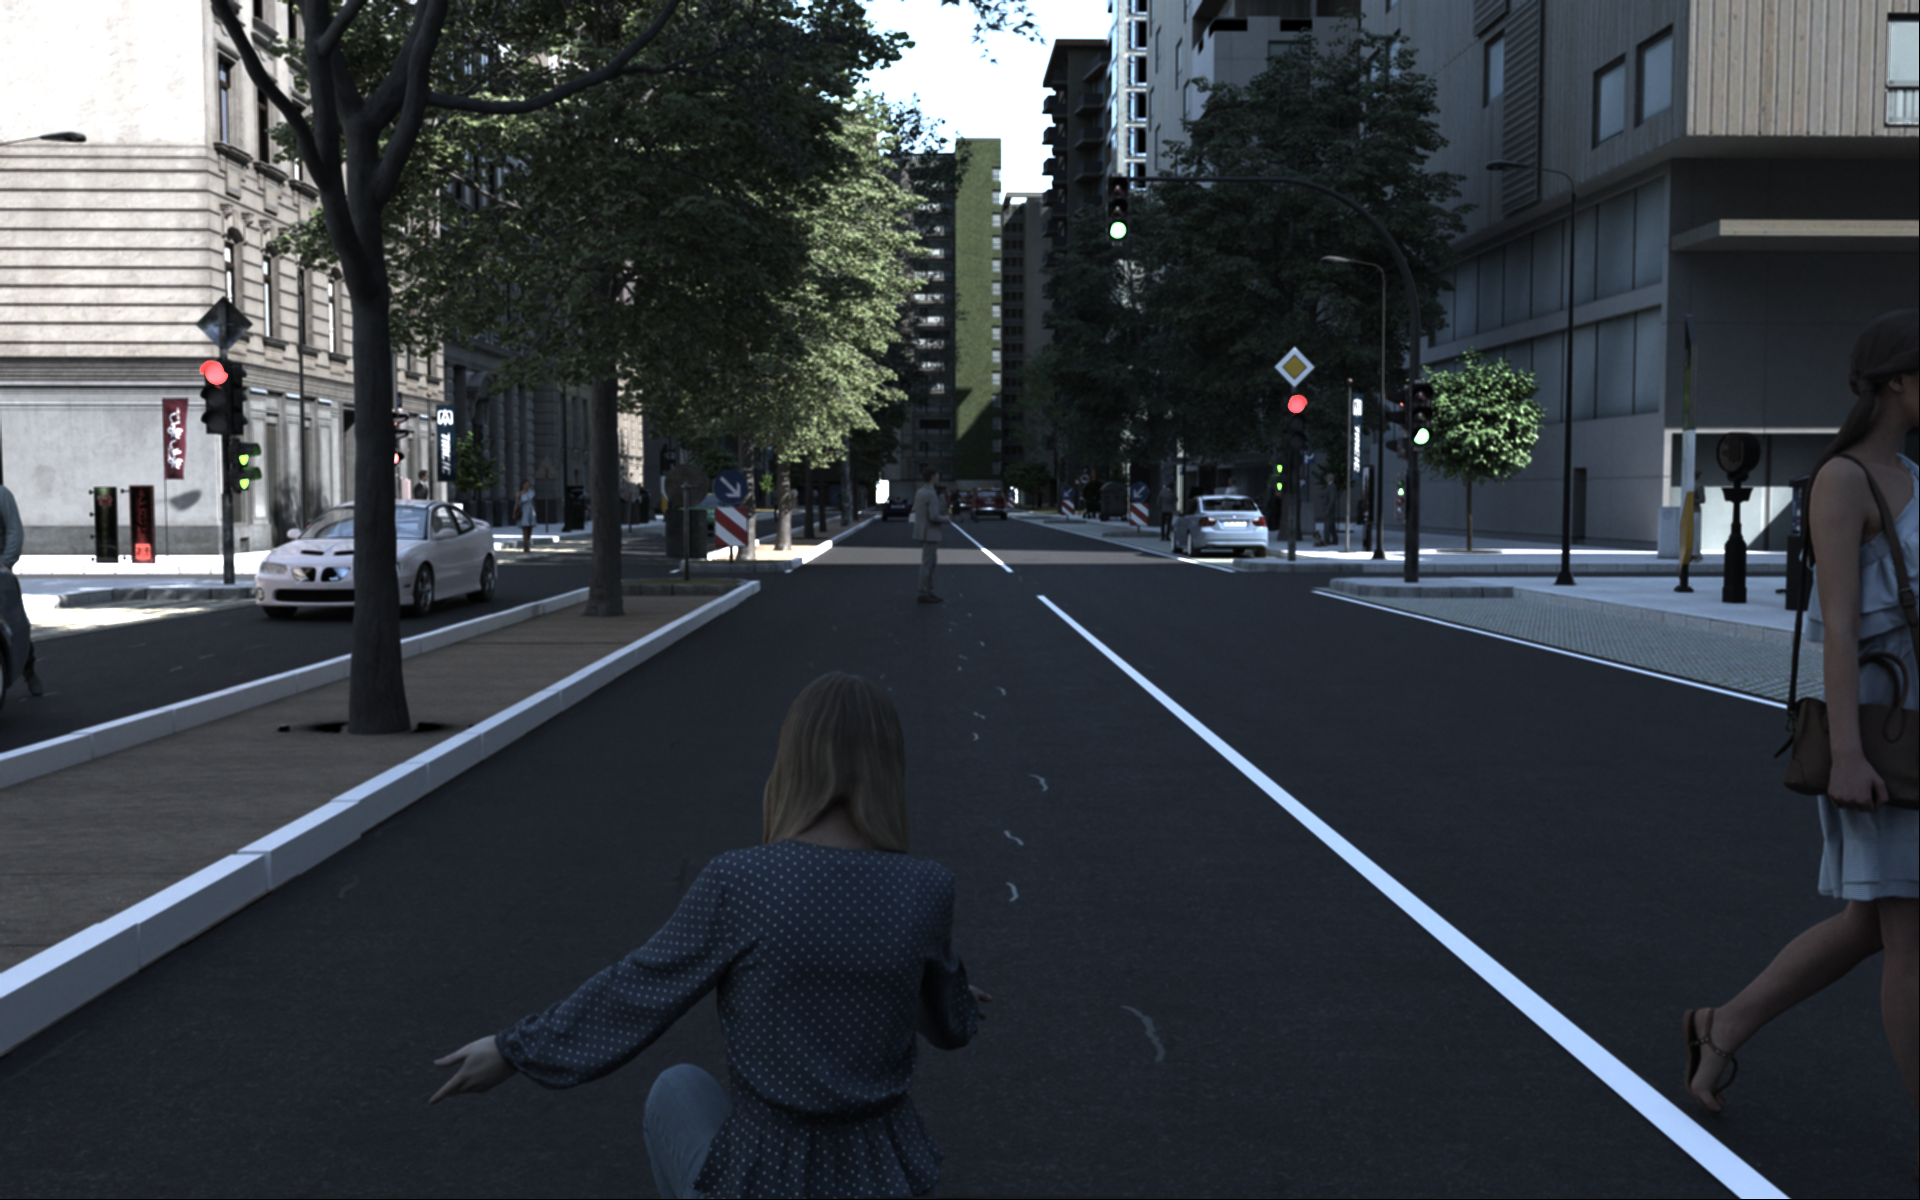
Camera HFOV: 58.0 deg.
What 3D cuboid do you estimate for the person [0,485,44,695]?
[{"bbox_3d":[-6.935,-0.194,12.151,0.782,1.767,0.515,0,4,-2],"label":"person"}]

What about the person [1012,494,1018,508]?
[{"bbox_3d":[5.173,-9.627,164.157,1.217,1.735,0.721,3,5,40],"label":"person"}]

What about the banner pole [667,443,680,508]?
[{"bbox_3d":[-14.133,-5.855,85.750,0.863,3.779,0.401,0,4,3],"label":"banner pole"}]

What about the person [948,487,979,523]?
[{"bbox_3d":[0.154,-4.767,86.657,1.509,1.804,0.699,1,4,13],"label":"person"}]

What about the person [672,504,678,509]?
[{"bbox_3d":[-14.892,-5.152,90.627,0.601,1.785,0.444,-1,4,-16],"label":"person"}]

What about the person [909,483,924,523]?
[{"bbox_3d":[-1.268,-2.844,55.354,0.694,1.780,0.624,-1,4,-12],"label":"person"}]

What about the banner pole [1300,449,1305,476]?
[{"bbox_3d":[14.970,-5.256,75.944,0.401,3.779,0.863,3,4,36],"label":"banner pole"}]

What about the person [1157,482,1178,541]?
[{"bbox_3d":[6.318,-2.697,52.776,0.592,1.802,0.473,2,4,35],"label":"person"}]

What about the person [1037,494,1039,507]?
[{"bbox_3d":[7.566,-9.706,165.286,0.434,1.755,0.990,-1,4,-8],"label":"person"}]

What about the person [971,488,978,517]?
[{"bbox_3d":[0.882,-5.978,106.338,0.679,1.850,0.850,3,5,39],"label":"person"}]

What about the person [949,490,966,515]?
[{"bbox_3d":[-0.186,-6.756,119.748,1.217,1.735,0.721,-1,4,-12],"label":"person"}]

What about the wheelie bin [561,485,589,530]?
[{"bbox_3d":[-13.817,-3.328,62.313,0.980,1.594,0.693,-2,4,-26],"label":"wheelie bin"}]

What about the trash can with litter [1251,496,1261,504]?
[{"bbox_3d":[13.127,-3.899,74.802,2.233,1.210,1.678,1,4,11],"label":"trash can with litter"}]

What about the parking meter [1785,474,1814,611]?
[{"bbox_3d":[9.343,-0.655,19.127,0.372,1.533,0.369,0,3,0],"label":"parking meter"}]

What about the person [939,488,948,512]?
[{"bbox_3d":[-0.903,-4.961,90.355,0.466,1.731,0.760,1,4,16],"label":"person"}]

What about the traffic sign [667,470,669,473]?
[{"bbox_3d":[-14.039,-5.138,84.002,0.884,2.594,0.081,0,4,2],"label":"traffic sign"}]

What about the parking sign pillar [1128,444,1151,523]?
[{"bbox_3d":[8.207,-5.421,77.099,1.447,3.967,1.447,0,4,-5],"label":"parking sign pillar"}]

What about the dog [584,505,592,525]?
[{"bbox_3d":[-15.745,-3.539,72.245,0.513,0.831,0.800,-3,5,-40],"label":"dog"}]

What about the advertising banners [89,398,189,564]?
[{"bbox_3d":[-15.059,-2.178,31.804,2.074,3.025,0.090,1,4,11],"label":"advertising banners"}]

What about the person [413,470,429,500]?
[{"bbox_3d":[-12.770,-2.169,41.283,0.755,1.850,0.659,0,4,1],"label":"person"}]

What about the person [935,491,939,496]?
[{"bbox_3d":[-2.246,-9.336,161.967,1.217,1.723,0.721,0,4,-4],"label":"person"}]

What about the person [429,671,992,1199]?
[{"bbox_3d":[-0.351,0.682,2.840,1.012,1.151,0.738,-1,4,-14],"label":"person"}]

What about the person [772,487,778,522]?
[{"bbox_3d":[-9.396,-4.935,89.364,0.592,1.802,0.473,-3,5,-43],"label":"person"}]

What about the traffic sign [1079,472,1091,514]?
[{"bbox_3d":[7.188,-6.095,99.759,0.768,2.556,0.104,0,4,1],"label":"traffic sign"}]

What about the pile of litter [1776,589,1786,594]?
[{"bbox_3d":[10.926,-0.482,21.848,1.176,0.858,1.719,2,4,30],"label":"pile of litter"}]

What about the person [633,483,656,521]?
[{"bbox_3d":[-15.216,-4.694,83.006,0.699,1.804,1.509,-3,4,-37],"label":"person"}]

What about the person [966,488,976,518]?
[{"bbox_3d":[0.725,-5.685,101.808,0.716,1.782,0.532,0,4,-3],"label":"person"}]

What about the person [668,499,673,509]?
[{"bbox_3d":[-14.922,-5.067,89.012,0.709,1.813,0.853,0,4,7],"label":"person"}]

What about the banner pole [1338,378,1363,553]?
[{"bbox_3d":[8.577,-2.920,37.761,0.401,3.779,0.863,3,5,41],"label":"banner pole"}]

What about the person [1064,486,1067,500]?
[{"bbox_3d":[6.811,-6.487,112.062,0.705,1.831,1.348,0,4,8],"label":"person"}]

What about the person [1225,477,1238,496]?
[{"bbox_3d":[8.446,-2.897,53.637,0.641,1.798,0.478,-1,4,-22],"label":"person"}]

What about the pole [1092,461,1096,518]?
[{"bbox_3d":[7.153,-6.017,92.218,0.158,3.312,0.155,0,3,0],"label":"pole"}]

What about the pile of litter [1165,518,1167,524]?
[{"bbox_3d":[8.516,-3.660,73.800,1.719,0.858,1.176,2,4,34],"label":"pile of litter"}]

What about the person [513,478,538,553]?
[{"bbox_3d":[-10.659,-2.066,42.378,0.616,1.811,0.778,-2,4,-27],"label":"person"}]

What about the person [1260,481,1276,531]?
[{"bbox_3d":[10.632,-3.284,59.907,0.590,1.801,0.661,2,4,25],"label":"person"}]

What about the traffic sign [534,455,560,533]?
[{"bbox_3d":[-13.627,-3.490,57.068,0.884,2.594,0.081,0,4,6],"label":"traffic sign"}]

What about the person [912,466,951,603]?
[{"bbox_3d":[-0.329,-0.868,22.893,0.583,1.804,0.606,-2,4,-27],"label":"person"}]

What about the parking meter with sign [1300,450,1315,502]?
[{"bbox_3d":[13.670,-4.497,69.784,0.543,3.016,1.738,-1,4,-14],"label":"parking meter with sign"}]

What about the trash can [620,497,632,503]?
[{"bbox_3d":[-15.279,-4.124,79.076,0.748,1.137,0.748,0,3,0],"label":"trash can"}]

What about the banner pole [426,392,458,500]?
[{"bbox_3d":[-12.830,-3.224,42.730,0.863,3.779,0.401,-2,4,-33],"label":"banner pole"}]

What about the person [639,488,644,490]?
[{"bbox_3d":[-15.959,-4.884,86.144,0.600,1.795,0.529,1,4,15],"label":"person"}]

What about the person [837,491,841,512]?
[{"bbox_3d":[-9.540,-8.018,140.425,1.217,1.723,0.721,-3,5,-44],"label":"person"}]

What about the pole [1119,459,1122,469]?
[{"bbox_3d":[9.411,-6.585,101.506,0.158,3.312,0.155,0,3,0],"label":"pole"}]

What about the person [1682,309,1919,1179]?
[{"bbox_3d":[1.889,0.303,3.639,0.616,1.811,0.778,-3,5,-42],"label":"person"}]

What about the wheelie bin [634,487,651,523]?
[{"bbox_3d":[-13.934,-4.158,75.895,0.693,1.594,0.980,-1,4,-18],"label":"wheelie bin"}]

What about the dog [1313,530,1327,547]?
[{"bbox_3d":[8.796,-1.493,42.145,0.748,0.427,0.550,-2,4,-32],"label":"dog"}]

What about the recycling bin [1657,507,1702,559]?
[{"bbox_3d":[14.301,-1.337,34.420,0.722,1.027,0.722,2,4,30],"label":"recycling bin"}]

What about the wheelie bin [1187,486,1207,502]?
[{"bbox_3d":[9.623,-3.806,70.128,0.980,1.594,0.693,2,4,34],"label":"wheelie bin"}]

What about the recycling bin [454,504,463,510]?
[{"bbox_3d":[-13.405,-1.987,45.048,0.722,1.027,0.722,-3,5,-41],"label":"recycling bin"}]

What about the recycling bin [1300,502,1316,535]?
[{"bbox_3d":[10.823,-2.579,54.725,0.722,1.027,0.722,0,4,2],"label":"recycling bin"}]

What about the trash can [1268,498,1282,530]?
[{"bbox_3d":[11.254,-3.081,62.029,0.748,1.137,0.748,0,3,0],"label":"trash can"}]

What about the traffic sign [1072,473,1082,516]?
[{"bbox_3d":[6.937,-6.145,100.470,0.884,2.594,0.081,0,4,5],"label":"traffic sign"}]

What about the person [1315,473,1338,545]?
[{"bbox_3d":[9.233,-2.286,43.588,0.590,1.801,0.661,1,4,12],"label":"person"}]

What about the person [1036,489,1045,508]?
[{"bbox_3d":[7.544,-9.571,162.471,0.705,1.831,1.348,3,5,39],"label":"person"}]

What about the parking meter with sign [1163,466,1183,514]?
[{"bbox_3d":[13.004,-6.824,107.828,1.738,3.016,0.543,-1,4,-16],"label":"parking meter with sign"}]

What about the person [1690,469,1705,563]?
[{"bbox_3d":[13.731,-1.586,32.517,0.362,1.759,0.519,0,4,-1],"label":"person"}]
